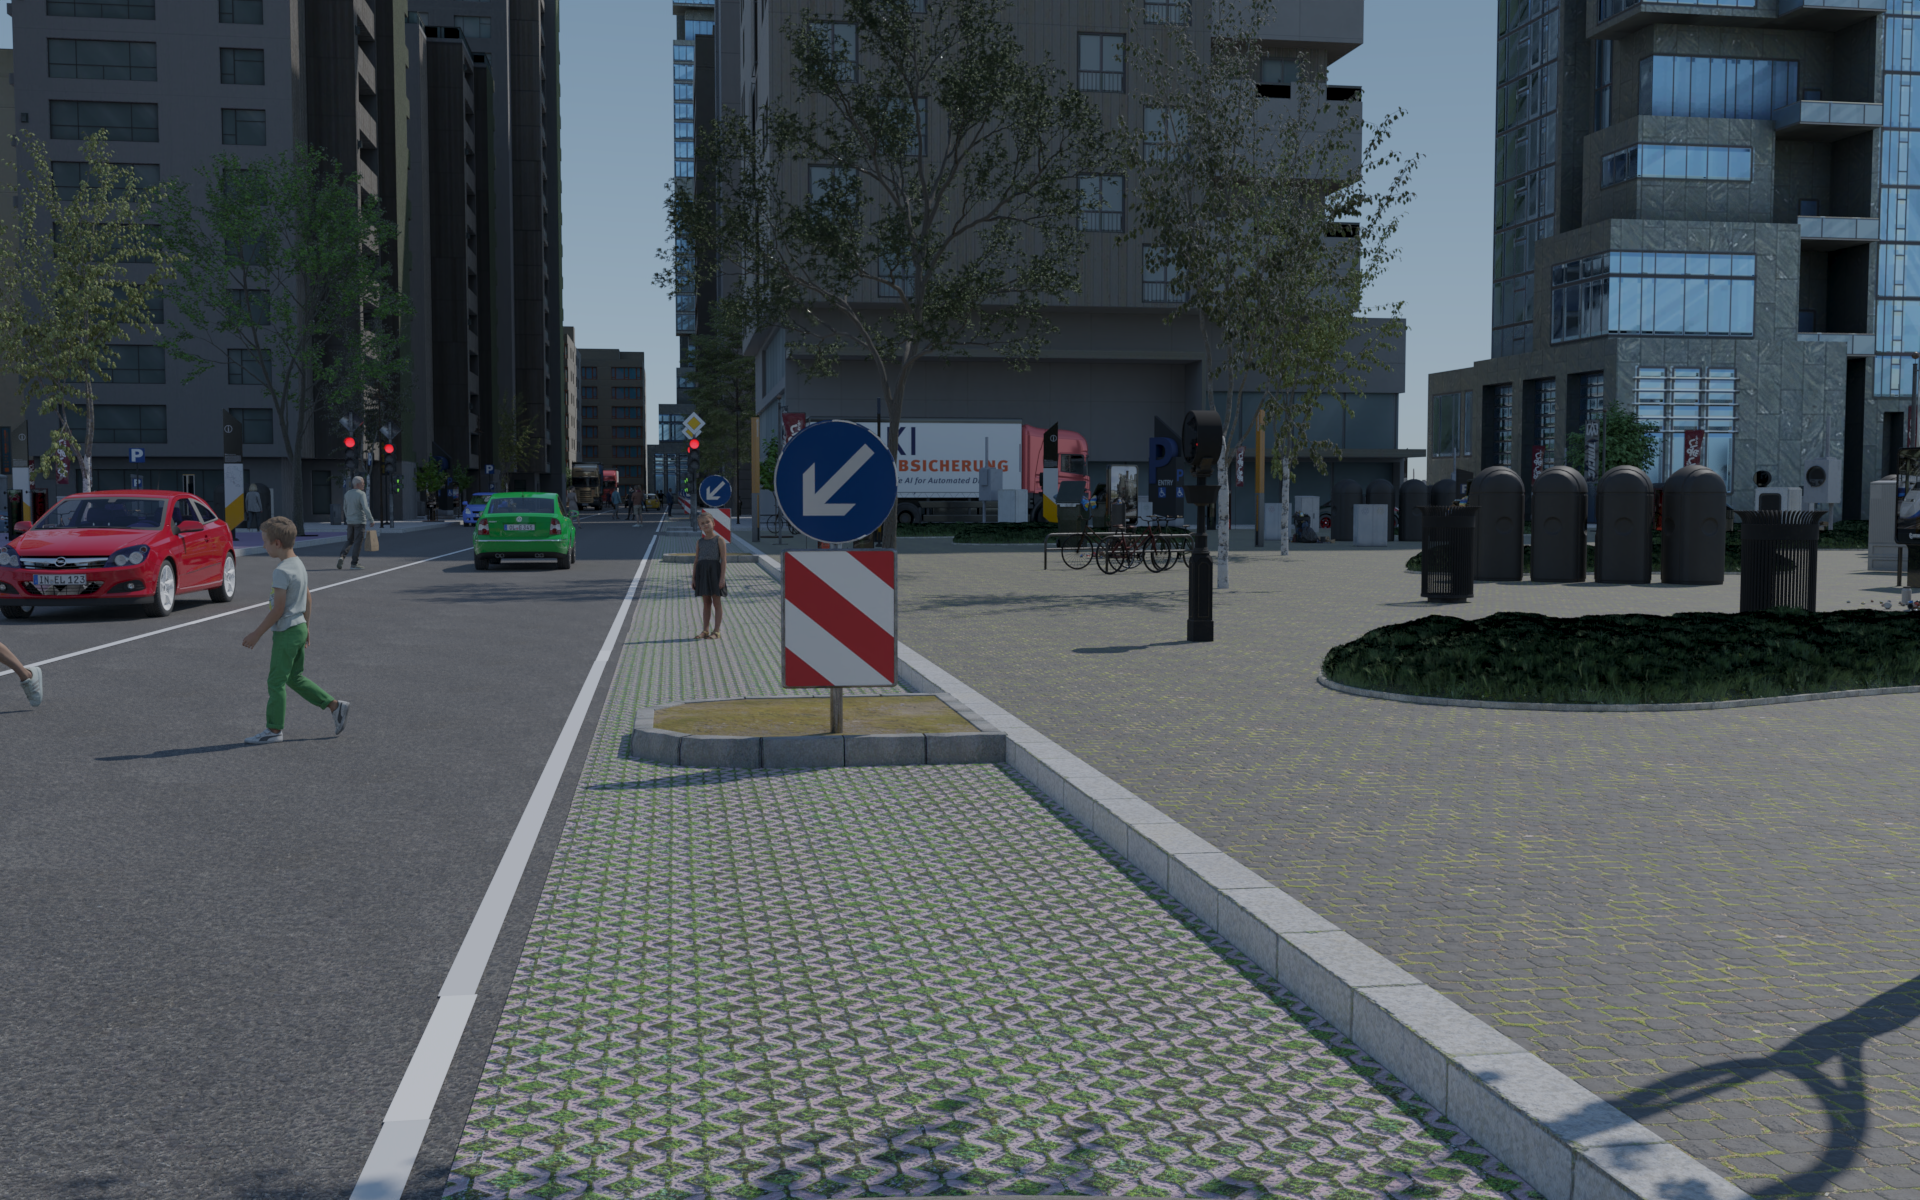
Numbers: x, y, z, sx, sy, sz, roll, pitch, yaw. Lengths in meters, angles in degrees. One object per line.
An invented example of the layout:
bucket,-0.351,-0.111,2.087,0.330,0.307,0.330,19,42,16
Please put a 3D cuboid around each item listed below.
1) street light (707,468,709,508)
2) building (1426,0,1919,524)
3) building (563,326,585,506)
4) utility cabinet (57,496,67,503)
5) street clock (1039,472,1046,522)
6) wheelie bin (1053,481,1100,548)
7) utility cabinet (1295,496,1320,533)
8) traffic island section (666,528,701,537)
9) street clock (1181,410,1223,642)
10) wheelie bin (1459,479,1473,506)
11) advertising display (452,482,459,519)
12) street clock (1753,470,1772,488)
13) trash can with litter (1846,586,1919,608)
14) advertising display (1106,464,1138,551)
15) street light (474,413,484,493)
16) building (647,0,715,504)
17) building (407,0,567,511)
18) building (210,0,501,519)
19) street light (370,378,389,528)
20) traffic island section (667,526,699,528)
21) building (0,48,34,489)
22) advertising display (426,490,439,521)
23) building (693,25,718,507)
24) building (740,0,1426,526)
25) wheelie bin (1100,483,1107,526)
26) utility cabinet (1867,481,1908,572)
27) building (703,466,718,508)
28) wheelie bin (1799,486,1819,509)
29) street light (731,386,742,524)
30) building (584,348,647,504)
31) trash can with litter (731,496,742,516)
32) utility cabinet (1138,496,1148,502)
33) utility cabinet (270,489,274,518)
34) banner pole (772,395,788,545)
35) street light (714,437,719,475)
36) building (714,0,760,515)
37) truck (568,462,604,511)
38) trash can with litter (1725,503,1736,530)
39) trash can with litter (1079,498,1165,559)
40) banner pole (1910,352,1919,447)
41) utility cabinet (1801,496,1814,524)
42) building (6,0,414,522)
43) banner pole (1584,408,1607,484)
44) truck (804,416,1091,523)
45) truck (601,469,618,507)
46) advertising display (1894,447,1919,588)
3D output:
street light,-20.560,-10.297,141.141,0.468,5.910,1.993,-1,4,-9
building,40.538,-47.094,82.666,31.000,86.520,22.319,-1,4,-9
building,-58.793,-21.599,198.190,28.899,21.520,27.650,-1,4,-9
utility cabinet,-26.090,-2.441,51.077,1.020,1.237,0.306,1,4,15
street clock,2.778,-3.246,57.639,0.358,2.002,0.471,1,4,12
wheelie bin,2.658,-2.024,40.993,0.980,1.594,0.693,2,4,27
utility cabinet,11.590,-2.853,57.809,1.020,1.237,0.306,-3,5,-43
traffic island section,-9.041,-2.261,59.251,2.009,0.180,2.903,-1,4,-9
street clock,2.098,-0.642,15.064,0.358,2.002,0.471,-1,4,-10
wheelie bin,11.181,-1.778,36.981,0.980,1.594,0.693,1,4,10
advertising display,-26.723,-5.227,90.682,0.974,1.923,0.123,-1,4,-14
street clock,24.574,-2.967,53.086,0.358,2.002,0.471,-3,5,-42
trash can with litter,10.786,-0.501,19.245,1.678,1.210,2.233,2,4,28
advertising display,3.545,-1.997,37.871,0.123,1.923,0.974,3,5,44
street light,-27.609,-7.749,99.490,0.468,5.910,1.993,-1,4,-9
building,-27.005,-56.424,235.198,31.000,86.520,22.319,-1,4,-9
building,-37.505,-27.325,130.353,14.154,41.232,14.086,-1,4,-9
building,-36.524,-20.515,107.120,14.160,30.474,14.107,-1,4,-9
street light,-21.872,-5.661,65.345,0.468,5.910,1.993,-1,4,-9
traffic island section,-10.346,-2.743,67.129,2.009,0.180,2.903,-1,4,-9
building,-105.551,-34.818,192.979,21.600,48.544,21.300,-1,4,-9
advertising display,-25.013,-4.702,82.095,0.974,1.923,0.123,3,5,45
building,-16.408,-33.912,178.162,21.300,48.544,21.600,-1,4,-9
building,3.357,-30.031,80.241,27.495,52.752,28.713,-1,4,-9
wheelie bin,4.041,-2.430,47.631,0.980,1.594,0.693,-3,5,-41
utility cabinet,15.424,-1.189,28.124,0.318,1.500,1.173,-3,4,-38
building,-12.951,-43.923,156.385,20.563,71.187,20.611,-1,4,-9
wheelie bin,31.914,-3.509,65.273,0.980,1.594,0.693,2,4,34
street light,-9.472,-6.176,73.769,0.468,5.910,1.993,-1,4,-9
building,-57.198,-23.775,233.760,28.899,21.520,27.650,-1,4,-9
trash can with litter,-13.388,-5.556,102.224,1.055,1.170,0.624,1,4,13
utility cabinet,6.754,-3.094,61.756,1.020,1.237,0.306,2,4,32
utility cabinet,-28.075,-3.704,69.236,0.318,1.500,1.173,3,5,42
banner pole,-4.446,-3.270,43.481,0.401,3.779,0.863,-2,4,-26
street light,-15.014,-8.246,107.603,0.468,5.910,1.993,-1,4,-9
building,-6.411,-35.369,120.282,21.231,58.520,28.212,-1,4,-9
truck,-33.008,-10.063,153.447,2.839,4.237,11.283,-1,4,-10
trash can with litter,21.328,-2.223,47.738,1.055,1.170,0.624,2,4,31
trash can with litter,3.177,-1.481,35.277,1.678,1.210,2.233,-1,4,-18
banner pole,17.003,-2.492,30.765,0.863,3.779,0.401,-3,5,-41
utility cabinet,25.995,-2.610,53.838,0.306,1.237,1.020,-2,4,-31
building,-33.560,-18.840,79.737,14.160,30.474,14.107,-1,4,-9
banner pole,18.677,-3.720,50.835,0.401,3.779,0.863,-3,4,-39
truck,-0.153,-4.626,64.546,11.283,4.237,2.839,-1,4,-11
truck,-39.549,-12.524,193.682,2.839,4.237,11.283,-1,4,-10
advertising display,13.105,-1.126,23.617,0.123,1.923,0.974,0,4,-5
